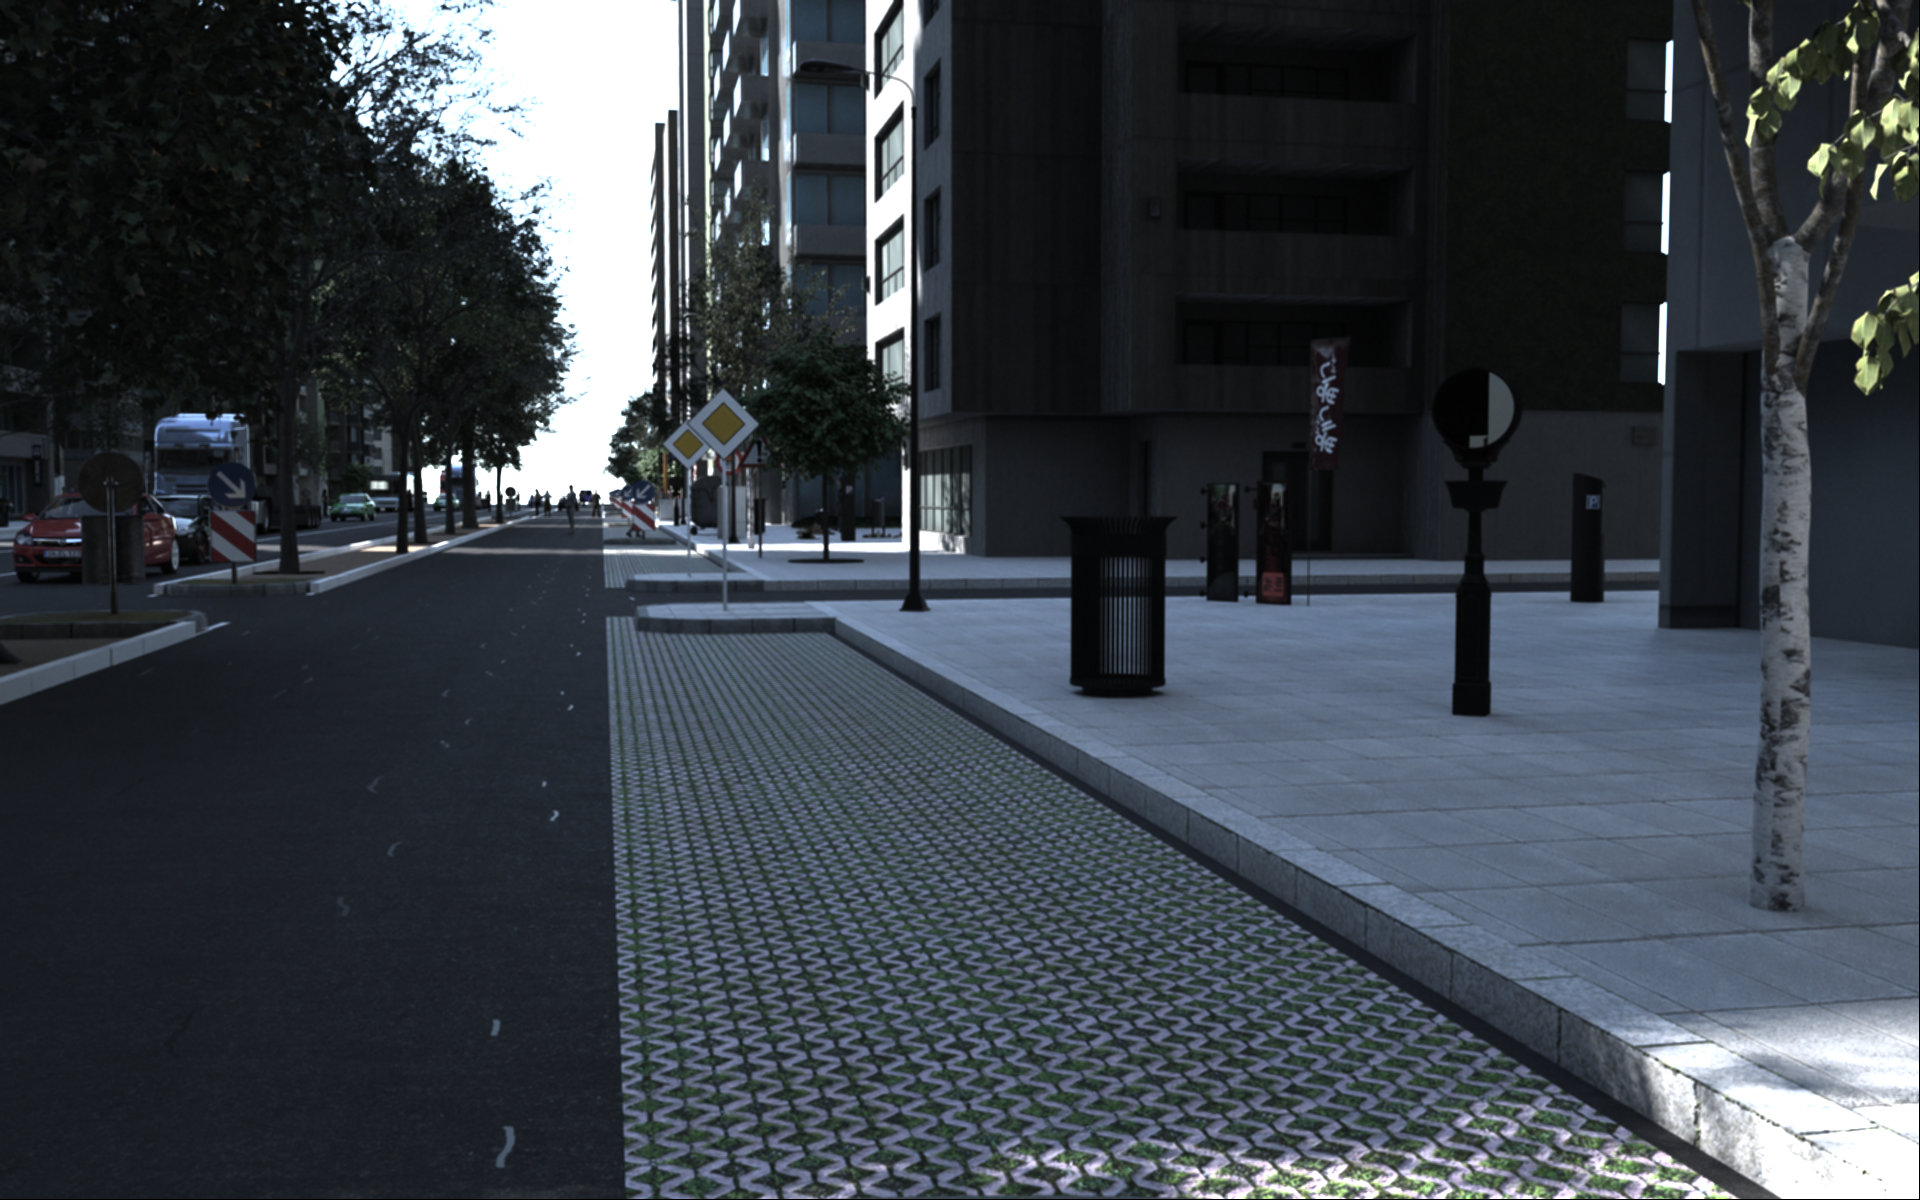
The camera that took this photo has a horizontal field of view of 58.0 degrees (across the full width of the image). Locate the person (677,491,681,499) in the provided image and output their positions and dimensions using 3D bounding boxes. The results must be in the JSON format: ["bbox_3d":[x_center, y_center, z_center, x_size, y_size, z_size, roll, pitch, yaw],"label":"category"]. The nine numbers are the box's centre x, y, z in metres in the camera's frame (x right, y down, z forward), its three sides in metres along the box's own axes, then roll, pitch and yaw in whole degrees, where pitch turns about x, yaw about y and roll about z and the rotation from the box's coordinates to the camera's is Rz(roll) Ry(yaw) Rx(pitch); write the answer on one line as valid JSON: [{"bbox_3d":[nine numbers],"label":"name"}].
[{"bbox_3d":[-19.240,-6.820,118.260,0.721,1.736,1.217,0,4,-4],"label":"person"}]

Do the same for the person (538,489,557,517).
[{"bbox_3d":[-25.946,-6.102,109.004,1.217,1.736,0.721,0,4,1],"label":"person"}]

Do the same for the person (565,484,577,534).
[{"bbox_3d":[-14.115,-3.289,62.557,0.520,1.790,0.573,2,4,29],"label":"person"}]

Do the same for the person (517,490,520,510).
[{"bbox_3d":[-39.134,-8.861,153.402,0.705,1.821,1.348,-1,4,-13],"label":"person"}]

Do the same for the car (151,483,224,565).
[{"bbox_3d":[-16.455,-1.619,36.258,2.009,1.686,4.222,-1,4,-10],"label":"car"}]

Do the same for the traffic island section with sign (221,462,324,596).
[{"bbox_3d":[-10.454,-1.045,25.223,2.006,1.907,1.989,-1,4,-12],"label":"traffic island section with sign"}]

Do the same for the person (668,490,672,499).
[{"bbox_3d":[-16.560,-5.624,98.012,0.555,1.821,0.388,2,4,24],"label":"person"}]

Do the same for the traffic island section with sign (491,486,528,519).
[{"bbox_3d":[-25.677,-5.546,98.809,2.006,1.907,1.989,-1,4,-12],"label":"traffic island section with sign"}]

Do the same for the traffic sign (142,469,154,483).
[{"bbox_3d":[-41.157,-5.377,87.649,0.795,2.593,0.064,0,4,-5],"label":"traffic sign"}]

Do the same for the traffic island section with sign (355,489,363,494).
[{"bbox_3d":[-50.781,-8.427,146.411,1.989,1.847,2.006,-1,4,-12],"label":"traffic island section with sign"}]

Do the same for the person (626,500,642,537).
[{"bbox_3d":[-10.583,-2.966,57.121,0.853,1.813,0.709,-2,4,-33],"label":"person"}]

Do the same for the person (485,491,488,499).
[{"bbox_3d":[-51.446,-11.003,188.384,0.705,1.826,1.348,-2,4,-24],"label":"person"}]

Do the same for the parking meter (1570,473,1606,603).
[{"bbox_3d":[7.479,-0.746,20.612,0.372,1.533,0.369,0,3,0],"label":"parking meter"}]

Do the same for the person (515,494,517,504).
[{"bbox_3d":[-61.617,-13.971,240.151,0.599,1.433,0.991,0,4,1],"label":"person"}]

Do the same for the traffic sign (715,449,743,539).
[{"bbox_3d":[-6.296,-2.889,47.339,0.768,2.556,0.104,-1,4,-9],"label":"traffic sign"}]

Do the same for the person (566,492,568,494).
[{"bbox_3d":[-52.165,-13.535,230.627,0.721,1.723,1.217,-3,4,-38],"label":"person"}]

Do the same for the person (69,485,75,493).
[{"bbox_3d":[-48.364,-5.398,94.482,0.419,1.800,0.721,-2,4,-33],"label":"person"}]

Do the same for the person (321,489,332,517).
[{"bbox_3d":[-40.022,-6.128,109.413,1.217,1.735,0.721,3,5,42],"label":"person"}]

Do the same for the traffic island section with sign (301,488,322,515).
[{"bbox_3d":[-45.320,-6.813,120.012,1.989,1.847,2.006,-1,4,-12],"label":"traffic island section with sign"}]

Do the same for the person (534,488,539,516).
[{"bbox_3d":[-27.869,-6.446,113.894,0.705,1.823,1.348,-1,4,-14],"label":"person"}]

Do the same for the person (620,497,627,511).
[{"bbox_3d":[-29.051,-8.600,149.640,0.617,1.759,0.750,0,4,3],"label":"person"}]

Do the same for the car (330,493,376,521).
[{"bbox_3d":[-32.321,-5.103,92.225,1.959,1.807,4.718,-1,4,-10],"label":"car"}]

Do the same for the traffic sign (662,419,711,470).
[{"bbox_3d":[-4.176,-1.504,26.778,0.795,2.593,0.064,-1,4,-12],"label":"traffic sign"}]

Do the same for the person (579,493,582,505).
[{"bbox_3d":[-50.419,-13.469,230.180,0.415,1.643,0.593,1,4,12],"label":"person"}]

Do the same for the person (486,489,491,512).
[{"bbox_3d":[-38.586,-8.149,141.833,0.705,1.812,1.348,0,4,-6],"label":"person"}]

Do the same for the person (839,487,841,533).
[{"bbox_3d":[-3.790,-3.165,57.596,0.447,1.846,0.655,-2,4,-27],"label":"person"}]

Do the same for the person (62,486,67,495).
[{"bbox_3d":[-31.091,-3.099,60.175,0.512,1.701,0.522,-3,4,-38],"label":"person"}]

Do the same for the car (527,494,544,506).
[{"bbox_3d":[-49.996,-11.758,204.250,2.014,1.417,4.499,-1,4,-10],"label":"car"}]

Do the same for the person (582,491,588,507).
[{"bbox_3d":[-43.220,-11.665,199.206,0.705,1.826,1.348,1,4,15],"label":"person"}]

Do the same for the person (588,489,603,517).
[{"bbox_3d":[-22.464,-5.986,106.922,0.990,1.755,0.434,1,4,12],"label":"person"}]

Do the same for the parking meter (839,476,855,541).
[{"bbox_3d":[-3.068,-2.539,47.219,0.399,1.863,0.255,-1,4,-19],"label":"parking meter"}]

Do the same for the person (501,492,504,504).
[{"bbox_3d":[-63.761,-14.186,240.893,0.568,1.767,0.683,-1,4,-10],"label":"person"}]

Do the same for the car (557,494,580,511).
[{"bbox_3d":[-33.941,-8.585,150.158,2.009,1.686,4.222,-1,4,-11],"label":"car"}]

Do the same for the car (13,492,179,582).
[{"bbox_3d":[-14.736,-1.262,29.675,2.155,1.783,4.494,-1,4,-12],"label":"car"}]

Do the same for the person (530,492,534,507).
[{"bbox_3d":[-46.214,-10.861,187.000,0.530,1.710,0.541,0,4,-4],"label":"person"}]

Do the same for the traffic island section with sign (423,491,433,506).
[{"bbox_3d":[-62.142,-11.789,201.382,1.989,1.847,2.006,-1,4,-12],"label":"traffic island section with sign"}]

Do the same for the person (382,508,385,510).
[{"bbox_3d":[-52.455,-9.074,157.586,1.217,1.735,0.721,-1,4,-17],"label":"person"}]

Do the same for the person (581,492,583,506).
[{"bbox_3d":[-46.483,-12.465,213.124,0.721,1.723,1.217,0,4,3],"label":"person"}]

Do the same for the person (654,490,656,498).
[{"bbox_3d":[-34.627,-11.648,197.177,0.721,1.739,1.217,0,4,-4],"label":"person"}]

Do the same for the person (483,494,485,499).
[{"bbox_3d":[-53.657,-11.214,195.079,0.599,1.433,0.991,-1,4,-20],"label":"person"}]

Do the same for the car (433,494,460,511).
[{"bbox_3d":[-42.872,-8.307,144.610,1.959,1.807,4.718,-1,4,-10],"label":"car"}]

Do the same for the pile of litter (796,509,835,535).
[{"bbox_3d":[-4.606,-2.526,55.271,1.176,0.858,1.719,-1,4,-17],"label":"pile of litter"}]

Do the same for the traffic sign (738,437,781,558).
[{"bbox_3d":[-4.011,-2.124,34.724,0.884,2.594,0.081,0,4,-3],"label":"traffic sign"}]

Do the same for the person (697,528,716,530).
[{"bbox_3d":[-9.005,-3.414,61.703,0.795,1.843,0.661,0,4,-5],"label":"person"}]

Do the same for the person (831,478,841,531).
[{"bbox_3d":[-4.131,-3.311,59.955,0.755,1.850,0.659,0,4,-6],"label":"person"}]

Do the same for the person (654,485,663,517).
[{"bbox_3d":[-16.993,-5.558,97.258,0.599,1.781,0.374,-1,4,-15],"label":"person"}]

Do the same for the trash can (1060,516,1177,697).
[{"bbox_3d":[1.014,0.033,11.121,0.748,1.137,0.748,0,3,0],"label":"trash can"}]

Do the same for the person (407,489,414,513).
[{"bbox_3d":[-42.121,-7.598,132.691,0.705,1.831,1.348,3,4,36],"label":"person"}]

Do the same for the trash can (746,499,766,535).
[{"bbox_3d":[-6.502,-2.653,55.035,0.748,1.137,0.748,0,3,0],"label":"trash can"}]

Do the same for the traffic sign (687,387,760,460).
[{"bbox_3d":[-2.560,-1.026,18.958,0.795,2.593,0.064,-1,4,-12],"label":"traffic sign"}]

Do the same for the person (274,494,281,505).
[{"bbox_3d":[-43.995,-6.321,112.527,1.217,1.739,0.721,0,4,-3],"label":"person"}]

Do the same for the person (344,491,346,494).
[{"bbox_3d":[-49.933,-8.022,140.582,0.530,1.710,0.541,0,4,-1],"label":"person"}]

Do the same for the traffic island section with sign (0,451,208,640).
[{"bbox_3d":[-8.963,-0.601,17.967,2.006,1.907,1.989,-1,4,-12],"label":"traffic island section with sign"}]
